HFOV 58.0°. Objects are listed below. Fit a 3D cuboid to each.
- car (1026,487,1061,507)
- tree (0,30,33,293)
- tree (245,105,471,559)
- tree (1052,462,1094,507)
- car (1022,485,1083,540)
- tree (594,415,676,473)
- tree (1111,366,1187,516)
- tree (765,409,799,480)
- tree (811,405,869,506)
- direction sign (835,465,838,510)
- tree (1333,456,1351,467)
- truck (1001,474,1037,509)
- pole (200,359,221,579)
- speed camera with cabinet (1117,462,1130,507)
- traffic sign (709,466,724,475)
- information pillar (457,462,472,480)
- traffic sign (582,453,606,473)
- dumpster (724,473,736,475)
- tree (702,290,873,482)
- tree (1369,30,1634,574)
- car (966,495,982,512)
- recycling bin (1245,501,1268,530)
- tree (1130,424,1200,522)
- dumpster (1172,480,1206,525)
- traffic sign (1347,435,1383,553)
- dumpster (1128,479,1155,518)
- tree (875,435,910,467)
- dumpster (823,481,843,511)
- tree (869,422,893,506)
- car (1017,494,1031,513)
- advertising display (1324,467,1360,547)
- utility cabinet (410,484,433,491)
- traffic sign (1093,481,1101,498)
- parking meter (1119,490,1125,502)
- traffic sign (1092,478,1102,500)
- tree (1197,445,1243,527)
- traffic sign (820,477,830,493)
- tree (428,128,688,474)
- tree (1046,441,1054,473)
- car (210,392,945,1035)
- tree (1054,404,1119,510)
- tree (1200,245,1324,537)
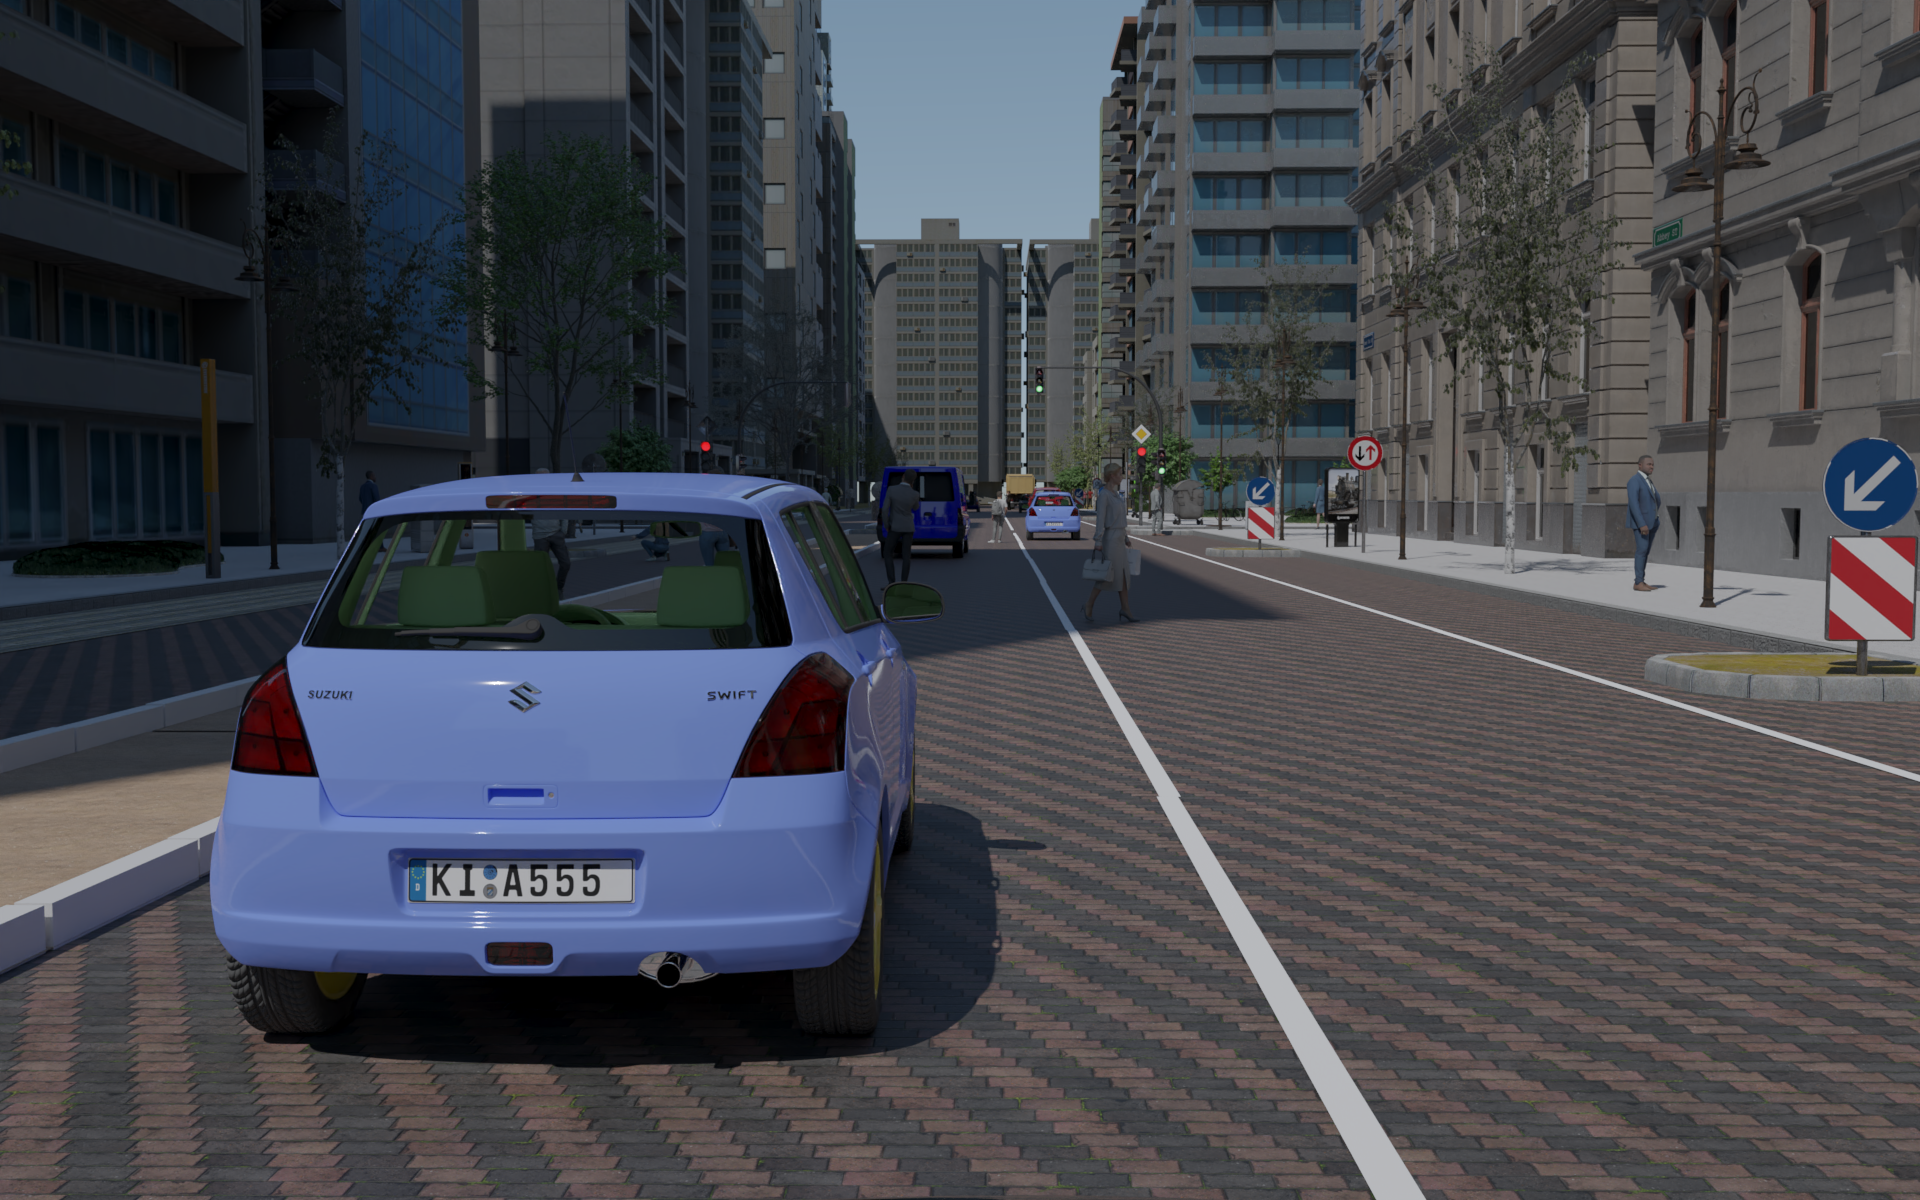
[{"bbox_3d":[4.838,-5.390,96.807,2.281,1.827,5.304,0,4,1],"label":"car"},{"bbox_3d":[-12.761,-4.257,19.972,4.737,8.622,4.395,0,3,0],"label":"tree"},{"bbox_3d":[-12.014,-5.113,33.968,4.360,8.622,3.978,0,3,0],"label":"tree"},{"bbox_3d":[12.177,-11.825,177.050,4.285,4.588,4.351,0,3,0],"label":"tree"},{"bbox_3d":[2.928,-2.765,54.800,1.945,1.707,3.694,0,4,2],"label":"car"},{"bbox_3d":[-13.580,-5.421,72.354,4.285,4.588,4.351,0,3,0],"label":"tree"},{"bbox_3d":[10.828,-9.096,99.081,4.360,8.622,3.978,0,3,0],"label":"tree"},{"bbox_3d":[-15.692,-11.801,143.302,4.360,8.622,3.978,0,3,0],"label":"tree"},{"bbox_3d":[-10.434,-11.862,144.310,4.737,8.622,4.395,0,3,0],"label":"tree"},{"bbox_3d":[-9.748,-8.858,136.828,0.379,3.537,0.876,-1,4,-15],"label":"direction sign"},{"bbox_3d":[19.540,-5.699,87.775,1.663,3.219,1.824,0,3,0],"label":"tree"},{"bbox_3d":[5.768,-10.459,166.924,3.469,3.379,9.791,0,4,1],"label":"truck"},{"bbox_3d":[-11.361,-1.982,26.256,0.158,3.312,0.155,0,3,0],"label":"pole"},{"bbox_3d":[10.118,-6.971,108.306,0.660,3.252,2.038,0,4,-5],"label":"speed camera with cabinet"},{"bbox_3d":[-11.001,-4.767,78.052,0.768,2.556,0.104,0,4,4],"label":"traffic sign"},{"bbox_3d":[-11.501,-2.189,40.278,0.304,2.012,0.304,-1,4,-23],"label":"information pillar"},{"bbox_3d":[-11.467,-3.311,54.238,0.768,2.556,0.104,0,4,2],"label":"traffic sign"},{"bbox_3d":[-10.857,-4.765,80.403,1.502,2.255,1.985,0,4,1],"label":"dumpster"},{"bbox_3d":[-10.425,-11.850,104.124,12.009,13.543,11.850,0,3,0],"label":"tree"},{"bbox_3d":[8.689,-4.713,27.413,4.360,8.622,3.978,0,3,0],"label":"tree"},{"bbox_3d":[0.736,-7.679,138.124,1.945,1.354,3.894,0,4,2],"label":"car"},{"bbox_3d":[10.648,-3.035,62.175,0.722,1.027,0.722,1,4,16],"label":"recycling bin"},{"bbox_3d":[9.629,-5.973,81.373,4.285,4.588,4.351,0,3,0],"label":"tree"},{"bbox_3d":[9.475,-4.032,71.683,1.264,1.857,1.865,0,4,1],"label":"dumpster"},{"bbox_3d":[8.788,-2.296,37.654,0.768,2.556,0.104,0,4,3],"label":"traffic sign"},{"bbox_3d":[9.853,-5.528,92.873,1.502,2.255,1.985,0,4,1],"label":"dumpster"},{"bbox_3d":[-8.303,-16.119,213.906,4.360,8.622,3.978,0,3,0],"label":"tree"},{"bbox_3d":[-9.847,-8.006,133.397,1.502,2.255,1.985,0,4,1],"label":"dumpster"},{"bbox_3d":[-9.197,-13.978,178.898,4.737,8.622,4.395,0,3,0],"label":"tree"},{"bbox_3d":[5.356,-7.521,132.752,2.009,1.686,4.222,0,4,2],"label":"car"},{"bbox_3d":[9.207,-2.236,41.767,0.974,1.923,0.123,-2,4,-26],"label":"advertising display"},{"bbox_3d":[-11.898,-1.809,38.255,0.318,1.500,1.173,-2,4,-28],"label":"utility cabinet"},{"bbox_3d":[10.195,-7.738,128.638,0.606,2.300,0.079,1,4,8],"label":"traffic sign"},{"bbox_3d":[9.866,-5.939,105.519,0.372,1.533,0.369,0,3,0],"label":"parking meter"},{"bbox_3d":[10.692,-8.260,135.158,0.768,2.556,0.104,0,4,5],"label":"traffic sign"},{"bbox_3d":[10.184,-4.547,68.945,1.663,3.219,1.824,0,3,0],"label":"tree"},{"bbox_3d":[-10.149,-7.937,129.876,0.768,2.556,0.104,0,4,2],"label":"traffic sign"},{"bbox_3d":[-11.517,-7.568,49.496,9.928,11.665,9.643,0,3,0],"label":"tree"},{"bbox_3d":[12.873,-16.591,221.624,4.737,8.622,4.395,0,3,0],"label":"tree"},{"bbox_3d":[-1.028,0.226,5.894,1.945,1.707,3.694,0,4,0],"label":"car"},{"bbox_3d":[10.604,-11.596,139.956,4.737,8.622,4.395,0,3,0],"label":"tree"},{"bbox_3d":[9.457,-6.207,51.842,4.360,8.622,3.978,0,3,0],"label":"tree"}]
